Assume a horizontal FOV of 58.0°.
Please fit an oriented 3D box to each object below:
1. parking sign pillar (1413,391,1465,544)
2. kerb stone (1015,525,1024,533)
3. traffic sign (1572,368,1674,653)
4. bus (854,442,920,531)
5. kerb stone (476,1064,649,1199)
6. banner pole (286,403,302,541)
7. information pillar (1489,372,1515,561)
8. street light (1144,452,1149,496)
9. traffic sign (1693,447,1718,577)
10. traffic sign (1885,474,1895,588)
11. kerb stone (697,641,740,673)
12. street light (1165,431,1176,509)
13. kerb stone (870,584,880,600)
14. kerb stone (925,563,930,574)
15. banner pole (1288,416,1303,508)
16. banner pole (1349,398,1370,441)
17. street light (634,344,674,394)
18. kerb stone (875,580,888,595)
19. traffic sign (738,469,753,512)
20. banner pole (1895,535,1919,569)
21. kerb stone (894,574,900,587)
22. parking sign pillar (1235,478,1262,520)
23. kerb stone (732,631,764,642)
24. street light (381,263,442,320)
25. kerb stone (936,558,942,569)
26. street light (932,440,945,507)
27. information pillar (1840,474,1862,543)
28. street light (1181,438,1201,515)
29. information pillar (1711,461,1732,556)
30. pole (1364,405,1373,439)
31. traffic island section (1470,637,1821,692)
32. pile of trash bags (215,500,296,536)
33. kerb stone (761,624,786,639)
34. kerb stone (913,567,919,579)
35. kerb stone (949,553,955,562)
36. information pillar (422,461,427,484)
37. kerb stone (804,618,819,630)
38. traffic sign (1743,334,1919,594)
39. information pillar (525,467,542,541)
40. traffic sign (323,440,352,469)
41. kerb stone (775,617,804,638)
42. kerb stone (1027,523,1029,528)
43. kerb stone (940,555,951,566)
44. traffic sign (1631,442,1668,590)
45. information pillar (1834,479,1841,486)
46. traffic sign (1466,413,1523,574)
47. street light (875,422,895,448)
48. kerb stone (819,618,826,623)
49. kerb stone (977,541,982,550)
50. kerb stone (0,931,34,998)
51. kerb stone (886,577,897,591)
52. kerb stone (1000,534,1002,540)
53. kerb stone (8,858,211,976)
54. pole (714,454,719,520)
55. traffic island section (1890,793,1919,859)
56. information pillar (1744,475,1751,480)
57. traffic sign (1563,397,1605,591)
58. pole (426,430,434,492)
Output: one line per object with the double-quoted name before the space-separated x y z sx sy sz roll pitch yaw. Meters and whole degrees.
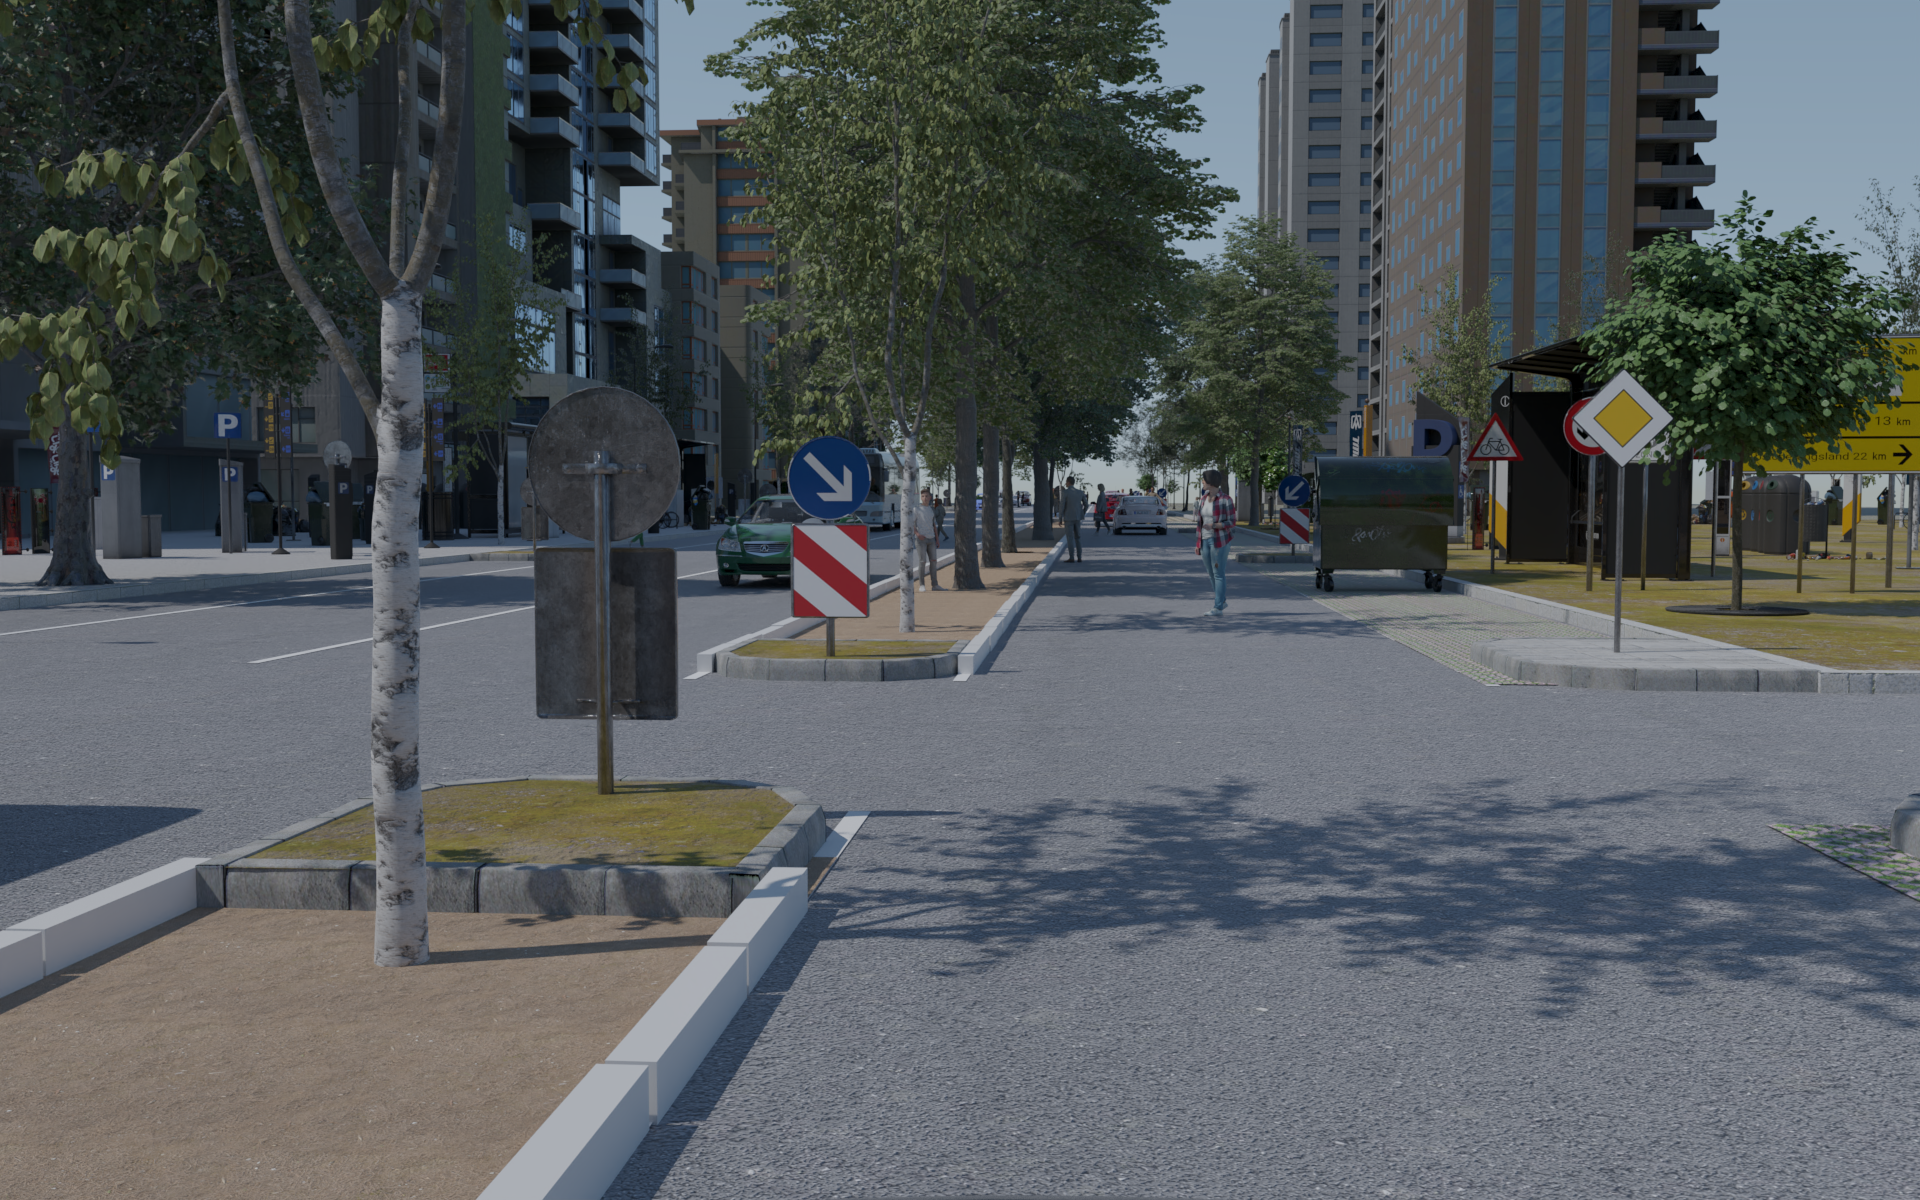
"parking sign pillar" 12.412 -3.457 44.998 1.447 3.967 1.447 3 5 39
"kerb stone" 2.309 -2.766 67.491 0.120 0.150 1.000 0 4 5
"traffic sign" 5.313 -0.631 13.951 0.795 2.450 0.064 0 4 5
"bus" -3.635 -4.617 70.354 2.948 3.499 13.247 0 4 5
"kerb stone" -0.800 1.150 3.404 0.120 0.150 1.000 0 4 5
"banner pole" -18.227 -3.500 47.248 0.401 3.779 0.863 -1 4 -19
"information pillar" 10.484 -2.577 33.495 0.183 3.616 0.504 -3 4 -37
"street light" 21.063 -13.279 189.646 1.470 5.913 1.316 0 4 5
"traffic sign" 11.698 -1.641 26.836 0.884 2.594 0.081 1 4 14
"traffic sign" 12.702 -1.438 23.620 0.768 2.556 0.104 1 4 8
"kerb stone" -2.008 0.478 14.373 0.120 0.150 1.000 0 4 5
"street light" 15.898 -9.454 127.110 1.470 5.913 1.316 0 4 5
"kerb stone" -1.247 -0.085 23.591 0.120 0.150 1.000 0 4 5
"kerb stone" -0.675 -0.523 30.744 0.120 0.150 1.000 0 4 5
"banner pole" 10.657 -3.992 55.289 0.401 3.779 0.863 -2 4 -29
"banner pole" 10.535 -3.401 45.626 0.401 3.779 0.863 -2 4 -31
"street light" -9.579 -4.978 53.931 1.470 5.913 1.316 0 4 5
"kerb stone" -1.174 -0.148 24.610 0.120 0.150 1.000 0 4 5
"traffic sign" -10.717 -5.272 86.303 0.768 2.556 0.104 1 4 9
"banner pole" 16.394 -2.427 29.702 0.401 3.779 0.863 3 5 42
"kerb stone" -1.003 -0.267 26.652 0.120 0.150 1.000 0 4 5
"parking sign pillar" 14.065 -5.866 84.375 1.447 3.967 1.447 -1 4 -23
"kerb stone" -1.919 0.417 15.404 0.120 0.150 1.000 0 4 5
"street light" -11.106 -3.819 34.980 1.470 5.913 1.316 0 4 5
"kerb stone" -0.500 -0.645 32.787 0.120 0.150 1.000 0 4 5
"street light" -1.809 -10.845 149.857 1.470 5.913 1.316 0 4 5
"information pillar" 23.582 -3.327 45.754 0.183 3.616 0.504 -2 4 -29
"street light" 14.437 -8.285 107.995 1.470 5.913 1.316 0 4 5
"information pillar" 15.736 -1.914 35.780 0.304 2.012 0.304 1 4 11
"pole" 9.362 -2.811 39.798 0.158 3.312 0.155 0 3 0
"traffic island section" 5.337 0.505 14.027 2.009 0.180 2.903 0 4 5
"pile of trash bags" -21.015 -2.664 53.301 3.447 1.369 1.912 -2 4 -35
"kerb stone" -1.823 0.362 16.422 0.120 0.150 1.000 0 4 5
"kerb stone" -0.755 -0.459 29.723 0.120 0.150 1.000 0 4 5
"kerb stone" -0.258 -0.835 35.843 0.120 0.150 1.000 0 4 5
"information pillar" -22.256 -4.916 71.735 0.183 3.616 0.504 2 4 32
"kerb stone" -1.669 0.227 18.489 0.120 0.150 1.000 0 4 5
"traffic sign" 11.184 -1.737 22.271 2.265 3.308 0.079 1 4 9
"information pillar" -11.652 -2.621 47.347 0.304 2.012 0.304 2 4 30
"traffic sign" -14.750 -2.502 41.014 0.768 2.556 0.104 1 4 13
"kerb stone" -1.748 0.290 17.460 0.120 0.150 1.000 0 4 5
"kerb stone" 2.653 -3.020 71.573 0.120 0.150 1.000 0 4 5
"kerb stone" -0.338 -0.772 34.824 0.120 0.150 1.000 0 4 5
"traffic sign" 9.110 -1.279 23.037 0.606 2.300 0.079 1 4 9
"information pillar" 42.329 -4.843 83.678 0.304 2.012 0.304 1 4 18
"traffic sign" 8.590 -1.704 27.869 0.884 2.594 0.081 1 4 11
"street light" -4.873 -8.484 111.261 1.470 5.913 1.316 0 4 5
"kerb stone" -1.586 0.164 19.508 0.120 0.150 1.000 0 4 5
"kerb stone" 0.573 -1.459 46.058 0.120 0.150 1.000 0 4 5
"kerb stone" -2.793 1.077 4.591 0.120 0.150 1.000 0 4 5
"kerb stone" -1.086 -0.210 25.629 0.120 0.150 1.000 0 4 5
"kerb stone" 1.484 -2.143 57.282 0.120 0.150 1.000 0 4 5
"kerb stone" -2.717 1.014 5.610 0.120 0.150 1.000 0 4 5
"pole" -12.250 -5.705 87.117 0.158 3.312 0.155 0 3 0
"traffic island section" 4.690 0.992 6.068 2.009 0.180 2.903 0 4 5
"information pillar" 35.887 -5.354 78.889 0.504 3.616 0.183 -3 4 -38
"traffic sign" 8.306 -1.387 22.784 0.768 2.556 0.104 0 4 6
"pole" -16.787 -3.732 54.860 0.158 3.312 0.155 0 3 0
